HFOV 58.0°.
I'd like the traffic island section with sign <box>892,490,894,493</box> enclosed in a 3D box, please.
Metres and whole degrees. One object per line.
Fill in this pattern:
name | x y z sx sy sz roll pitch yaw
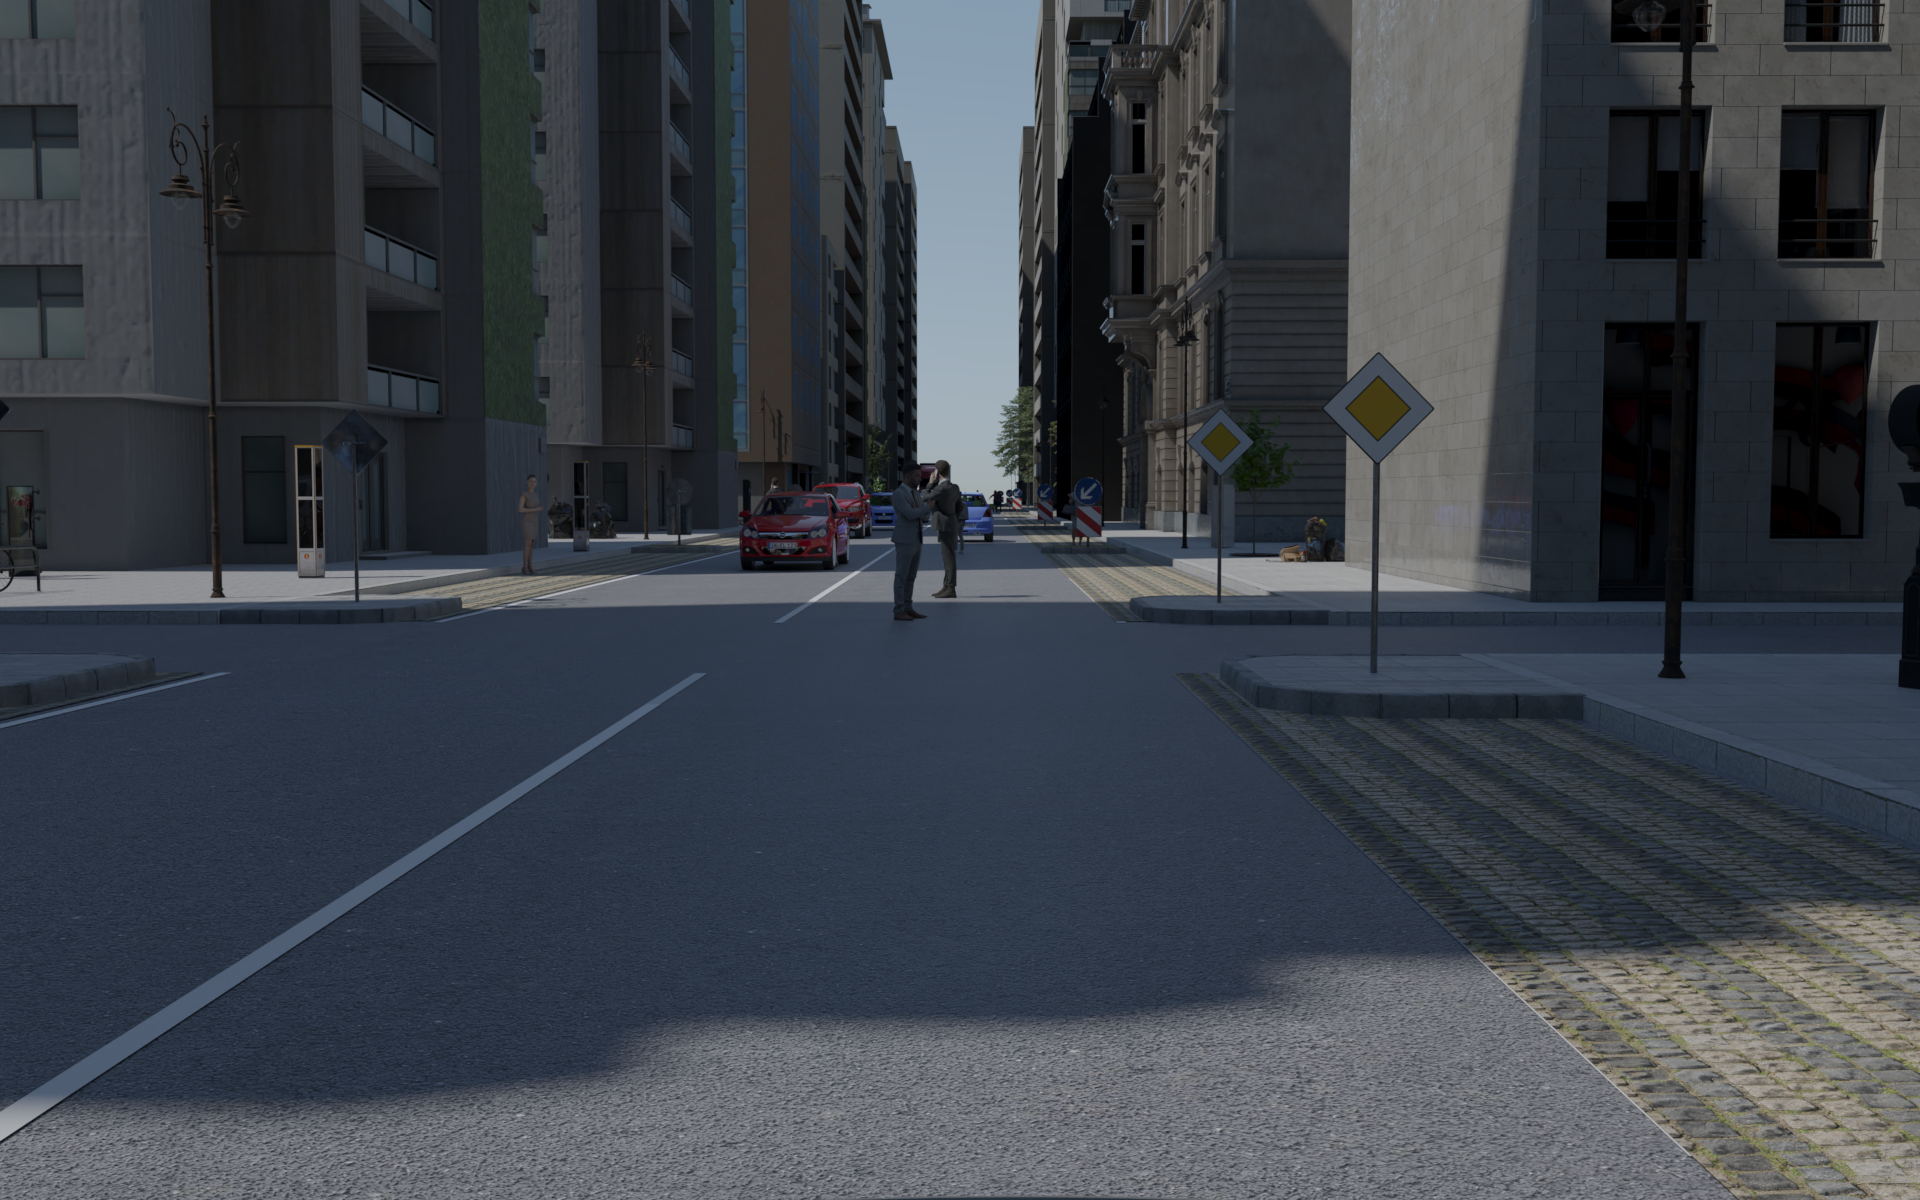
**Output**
traffic island section with sign | -5.816 -8.471 147.133 1.989 1.847 2.006 0 4 1

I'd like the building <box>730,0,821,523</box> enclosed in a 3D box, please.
building | -14.209 -26.417 82.021 14.600 45.320 14.200 0 4 1

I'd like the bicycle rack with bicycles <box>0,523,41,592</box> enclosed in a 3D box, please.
bicycle rack with bicycles | -13.296 -0.523 21.933 2.852 0.926 2.925 1 4 9

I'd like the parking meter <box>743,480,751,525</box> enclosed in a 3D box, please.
parking meter | -8.607 -3.929 69.942 0.255 1.863 0.399 0 4 8

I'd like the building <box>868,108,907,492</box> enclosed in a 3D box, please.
building | -18.087 -36.334 217.768 21.300 48.544 21.600 0 4 1

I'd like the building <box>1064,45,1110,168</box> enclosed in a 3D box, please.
building | 13.834 -21.018 115.351 14.160 30.474 14.107 0 4 1

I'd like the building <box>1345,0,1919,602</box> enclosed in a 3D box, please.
building | 15.219 -10.412 24.986 16.860 20.320 10.420 0 4 1

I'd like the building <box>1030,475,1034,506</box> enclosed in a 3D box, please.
building | 18.306 -46.343 195.955 20.563 71.187 20.611 0 4 1

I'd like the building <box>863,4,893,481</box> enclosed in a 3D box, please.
building | -22.300 -36.907 192.666 28.713 52.752 27.495 0 4 1

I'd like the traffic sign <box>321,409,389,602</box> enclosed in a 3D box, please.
traffic sign | -7.144 -1.029 20.471 0.795 2.450 0.064 0 4 1

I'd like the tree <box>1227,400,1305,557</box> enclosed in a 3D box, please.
tree | 5.972 -2.506 35.580 1.663 3.219 1.824 0 3 0

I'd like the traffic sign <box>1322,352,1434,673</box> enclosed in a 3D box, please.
traffic sign | 2.964 -0.533 12.358 0.795 2.450 0.064 0 4 1

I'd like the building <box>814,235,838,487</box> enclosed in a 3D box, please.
building | -22.763 -16.225 110.322 27.650 21.520 28.899 0 4 1

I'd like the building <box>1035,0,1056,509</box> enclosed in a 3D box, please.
building | 17.845 -32.803 160.023 21.300 48.544 21.600 0 4 1

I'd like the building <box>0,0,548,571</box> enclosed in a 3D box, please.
building | -16.972 -21.404 33.543 14.154 41.232 14.086 0 4 1

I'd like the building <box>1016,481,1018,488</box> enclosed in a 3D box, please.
building | 24.004 -33.611 241.415 32.217 40.220 23.993 0 4 1

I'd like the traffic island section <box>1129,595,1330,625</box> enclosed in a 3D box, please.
traffic island section | 3.073 0.114 20.419 2.009 0.180 2.903 0 4 1

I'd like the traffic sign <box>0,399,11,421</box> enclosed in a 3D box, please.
traffic sign | -7.229 -0.541 12.487 0.795 2.450 0.064 0 4 1

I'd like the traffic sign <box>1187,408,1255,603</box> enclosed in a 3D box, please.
traffic sign | 3.049 -1.021 20.342 0.795 2.450 0.064 0 4 1

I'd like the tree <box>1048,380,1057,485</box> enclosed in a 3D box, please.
tree | 7.126 -9.435 104.625 4.737 8.622 4.395 0 3 0

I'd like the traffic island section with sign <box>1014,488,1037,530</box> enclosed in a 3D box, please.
traffic island section with sign | 3.278 -3.722 69.486 1.989 1.847 2.006 0 4 1

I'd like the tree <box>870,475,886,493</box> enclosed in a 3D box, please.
tree | -8.102 -10.875 172.406 1.663 3.219 1.824 0 3 0

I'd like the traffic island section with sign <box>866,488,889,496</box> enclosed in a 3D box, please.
traffic island section with sign | -6.117 -6.778 119.444 1.989 1.847 2.006 0 4 1

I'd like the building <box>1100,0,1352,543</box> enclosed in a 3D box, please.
building | 12.394 -14.848 61.849 14.460 24.649 34.723 0 4 1

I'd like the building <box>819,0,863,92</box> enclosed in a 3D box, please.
building | -18.862 -31.251 134.660 21.300 48.544 21.600 0 4 1

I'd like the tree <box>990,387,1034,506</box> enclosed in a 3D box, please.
tree | 7.025 -16.203 183.051 7.486 12.596 7.792 0 3 0

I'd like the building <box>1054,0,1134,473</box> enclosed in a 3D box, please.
building | 21.380 -33.402 135.354 28.713 52.752 27.495 0 4 1

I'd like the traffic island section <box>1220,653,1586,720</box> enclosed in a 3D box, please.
traffic island section | 2.988 0.602 12.435 2.009 0.180 2.903 0 4 1

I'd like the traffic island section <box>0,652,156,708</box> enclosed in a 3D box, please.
traffic island section | -7.253 0.595 12.549 2.009 0.180 2.903 0 4 1

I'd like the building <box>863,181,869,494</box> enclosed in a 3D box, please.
building | -15.588 -23.346 153.414 14.160 30.474 14.107 0 4 1

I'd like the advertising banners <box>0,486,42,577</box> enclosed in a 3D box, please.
advertising banners | -14.863 -1.833 26.152 0.090 3.025 2.074 2 4 25

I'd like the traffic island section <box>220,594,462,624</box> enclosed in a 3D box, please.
traffic island section | -7.168 0.107 20.533 2.009 0.180 2.903 0 4 1

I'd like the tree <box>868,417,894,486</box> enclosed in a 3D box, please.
tree | -8.623 -13.205 166.263 4.737 8.622 4.395 0 3 0

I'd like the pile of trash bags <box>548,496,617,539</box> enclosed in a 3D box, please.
pile of trash bags | -11.611 -2.475 50.222 3.447 1.369 1.912 0 4 7

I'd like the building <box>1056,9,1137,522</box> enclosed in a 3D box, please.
building | 11.415 -15.774 87.575 12.332 23.373 15.834 0 4 1

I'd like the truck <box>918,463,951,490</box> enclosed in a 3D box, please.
truck | -2.309 -10.330 157.801 2.839 4.237 11.283 0 4 2

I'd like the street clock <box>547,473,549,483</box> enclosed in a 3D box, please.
street clock | -12.660 -2.922 52.344 0.471 2.002 0.358 0 4 -1

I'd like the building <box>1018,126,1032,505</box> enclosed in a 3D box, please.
building | 18.260 -36.332 217.728 21.300 48.544 21.600 0 4 1

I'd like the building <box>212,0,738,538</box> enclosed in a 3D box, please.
building | -15.809 -23.025 60.060 14.154 41.232 14.086 0 4 1

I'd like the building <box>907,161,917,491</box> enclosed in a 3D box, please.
building | -16.940 -37.664 239.506 21.300 48.544 21.600 0 4 1

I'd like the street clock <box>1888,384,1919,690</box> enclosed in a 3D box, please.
street clock | 6.353 -0.417 11.393 0.471 2.002 0.358 -1 4 -18

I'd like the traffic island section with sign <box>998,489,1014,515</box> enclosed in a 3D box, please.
traffic island section with sign | 3.814 -6.797 119.759 1.989 1.847 2.006 0 4 1
